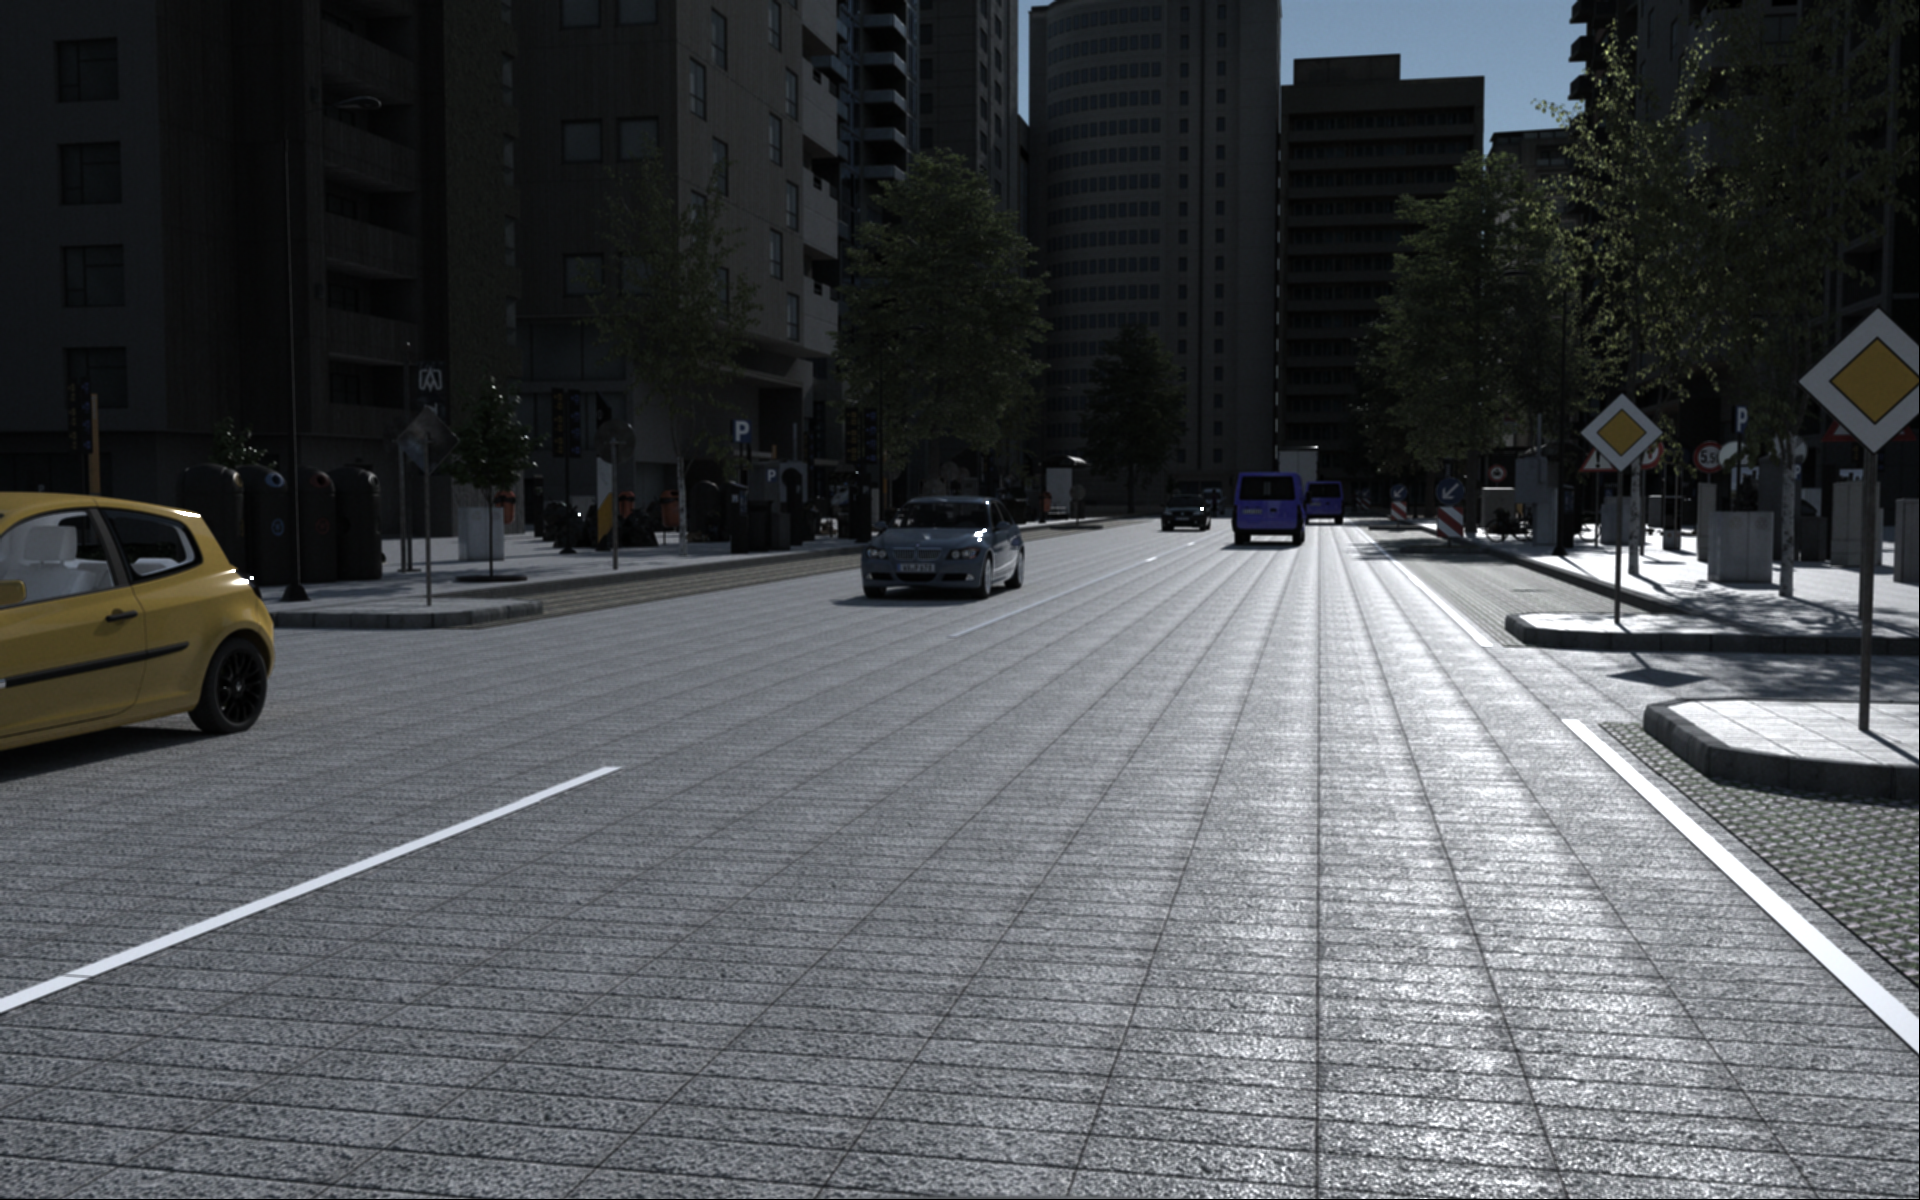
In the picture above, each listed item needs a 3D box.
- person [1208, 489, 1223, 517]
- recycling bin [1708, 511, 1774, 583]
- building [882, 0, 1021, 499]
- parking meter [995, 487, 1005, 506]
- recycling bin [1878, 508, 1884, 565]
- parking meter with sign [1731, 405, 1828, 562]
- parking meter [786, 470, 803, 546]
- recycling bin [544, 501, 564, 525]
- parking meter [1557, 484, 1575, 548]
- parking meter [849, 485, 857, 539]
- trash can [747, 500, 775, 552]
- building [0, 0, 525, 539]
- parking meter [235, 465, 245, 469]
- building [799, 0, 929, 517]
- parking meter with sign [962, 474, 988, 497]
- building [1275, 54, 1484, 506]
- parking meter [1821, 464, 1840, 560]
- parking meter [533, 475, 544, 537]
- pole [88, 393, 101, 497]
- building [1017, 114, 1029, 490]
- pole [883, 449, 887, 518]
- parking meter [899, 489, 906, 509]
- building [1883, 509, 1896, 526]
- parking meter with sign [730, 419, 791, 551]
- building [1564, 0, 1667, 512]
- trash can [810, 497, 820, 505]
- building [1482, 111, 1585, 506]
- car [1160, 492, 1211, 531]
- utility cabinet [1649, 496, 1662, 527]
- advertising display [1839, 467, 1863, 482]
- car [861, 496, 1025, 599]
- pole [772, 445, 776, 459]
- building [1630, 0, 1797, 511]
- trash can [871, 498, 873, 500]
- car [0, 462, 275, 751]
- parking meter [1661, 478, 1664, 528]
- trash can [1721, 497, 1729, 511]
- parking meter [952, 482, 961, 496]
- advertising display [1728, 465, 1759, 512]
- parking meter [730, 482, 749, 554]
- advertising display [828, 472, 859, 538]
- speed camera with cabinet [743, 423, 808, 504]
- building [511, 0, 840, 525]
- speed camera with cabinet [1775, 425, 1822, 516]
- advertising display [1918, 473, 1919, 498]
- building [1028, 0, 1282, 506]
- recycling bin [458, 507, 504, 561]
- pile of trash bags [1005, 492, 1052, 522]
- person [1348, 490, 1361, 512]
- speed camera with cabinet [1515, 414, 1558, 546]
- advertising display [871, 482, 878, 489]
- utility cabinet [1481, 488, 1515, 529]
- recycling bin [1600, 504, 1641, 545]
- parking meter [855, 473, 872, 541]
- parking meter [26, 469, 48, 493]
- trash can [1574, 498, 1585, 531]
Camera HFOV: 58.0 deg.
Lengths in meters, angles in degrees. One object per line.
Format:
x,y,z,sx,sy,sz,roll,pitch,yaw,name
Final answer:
15.754,-5.975,106.881,1.217,1.739,0.721,-3,4,-38,person
11.403,-0.780,25.310,0.722,1.027,0.722,1,4,9,recycling bin
-6.557,-43.448,148.620,20.611,71.187,20.563,1,4,12,building
1.528,-3.483,65.366,0.372,1.533,0.369,0,3,0,parking meter
16.419,-1.170,31.691,0.722,1.027,0.722,1,4,17,recycling bin
15.892,-2.282,33.565,0.543,3.016,1.738,-3,4,-39,parking meter with sign
-4.105,-2.279,42.974,0.255,1.863,0.399,2,4,27,parking meter
-14.808,-3.063,62.635,0.722,1.027,0.722,2,4,34,recycling bin
14.379,-2.000,41.116,0.372,1.533,0.369,0,3,0,parking meter
-2.986,-2.506,49.385,0.372,1.533,0.369,0,3,0,parking meter
-4.510,-1.654,38.691,0.748,1.137,0.748,0,3,0,trash can
-22.323,-17.005,49.725,14.160,30.474,14.107,1,4,12,building
-14.435,-1.785,34.890,0.255,1.863,0.399,-2,4,-28,parking meter
-14.388,-48.901,112.208,22.319,86.520,31.000,1,4,12,building
0.462,-5.061,79.007,1.738,3.016,0.543,0,4,7,parking meter with sign
46.806,-34.953,195.183,21.600,48.544,21.300,1,4,12,building
17.056,-1.728,33.965,0.255,1.863,0.399,3,4,37,parking meter
-12.585,-2.815,51.737,0.255,1.863,0.399,-1,4,-19,parking meter
-17.585,-2.529,35.186,0.158,3.312,0.155,0,3,0,pole
0.972,-33.714,201.341,14.200,45.320,14.600,1,4,12,building
-3.372,-5.136,77.809,0.158,3.312,0.155,0,3,0,pole
-2.965,-4.974,89.743,0.372,1.533,0.369,0,3,0,parking meter
45.614,-38.647,70.133,20.563,71.187,20.611,1,4,12,building
-4.557,-2.673,39.957,0.543,3.016,1.738,-3,5,-43,parking meter with sign
58.293,-29.156,131.328,22.147,44.769,28.867,1,4,12,building
-6.699,-4.087,78.482,0.748,1.137,0.748,0,3,0,trash can
64.679,-30.870,188.314,14.086,41.232,14.154,1,4,12,building
8.962,-3.592,68.515,2.009,1.686,4.222,1,4,12,car
27.192,-3.421,67.091,0.306,1.237,1.020,-3,4,-39,utility cabinet
21.354,-2.238,41.798,0.974,1.923,0.123,2,4,33,advertising display
-0.158,-0.815,25.320,2.014,1.417,4.499,1,4,11,car
-7.709,-4.775,71.911,0.158,3.312,0.155,0,3,0,pole
56.512,-31.406,102.726,28.713,52.752,27.495,1,4,12,building
-3.295,-2.852,58.288,0.748,1.137,0.748,0,3,0,trash can
-5.421,0.063,9.190,2.015,1.641,3.980,1,4,12,car
26.328,-3.603,64.618,0.255,1.863,0.399,1,4,15,parking meter
36.537,-4.318,82.258,0.748,1.137,0.748,0,3,0,trash can
-0.178,-4.860,85.178,0.399,1.863,0.255,3,5,41,parking meter
17.270,-1.998,37.874,0.123,1.923,0.974,-2,4,-30,advertising display
-4.765,-1.774,37.410,0.372,1.533,0.369,0,3,0,parking meter
-3.366,-2.751,50.194,0.974,1.923,0.123,2,4,26,advertising display
-5.302,-3.294,48.189,2.038,3.252,0.660,1,4,8,speed camera with cabinet
-21.857,-30.290,84.476,28.713,52.752,27.495,1,4,12,building
23.206,-3.286,48.062,0.660,3.252,2.038,0,4,-5,speed camera with cabinet
27.428,-2.653,48.598,0.974,1.923,0.123,3,5,40,advertising display
22.502,-40.265,200.327,28.212,58.520,21.231,1,4,12,building
-9.271,-1.283,33.527,0.722,1.027,0.722,-2,4,-30,recycling bin
2.814,-4.353,80.930,3.447,1.369,1.912,-2,4,-32,pile of trash bags
30.688,-7.668,134.591,1.217,1.743,0.721,-1,4,-16,person
14.566,-2.994,43.285,0.660,3.252,2.038,3,5,42,speed camera with cabinet
-4.746,-5.412,93.700,0.123,1.923,0.974,2,4,28,advertising display
19.717,-3.351,63.466,1.173,1.500,0.318,-1,4,-10,utility cabinet
16.935,-1.948,44.399,0.722,1.027,0.722,-2,4,-34,recycling bin
-2.636,-2.543,47.285,0.399,1.863,0.255,-2,4,-25,parking meter
-21.605,-2.133,40.581,0.255,1.863,0.399,1,4,15,parking meter
20.168,-2.777,57.056,0.748,1.137,0.748,0,3,0,trash can
